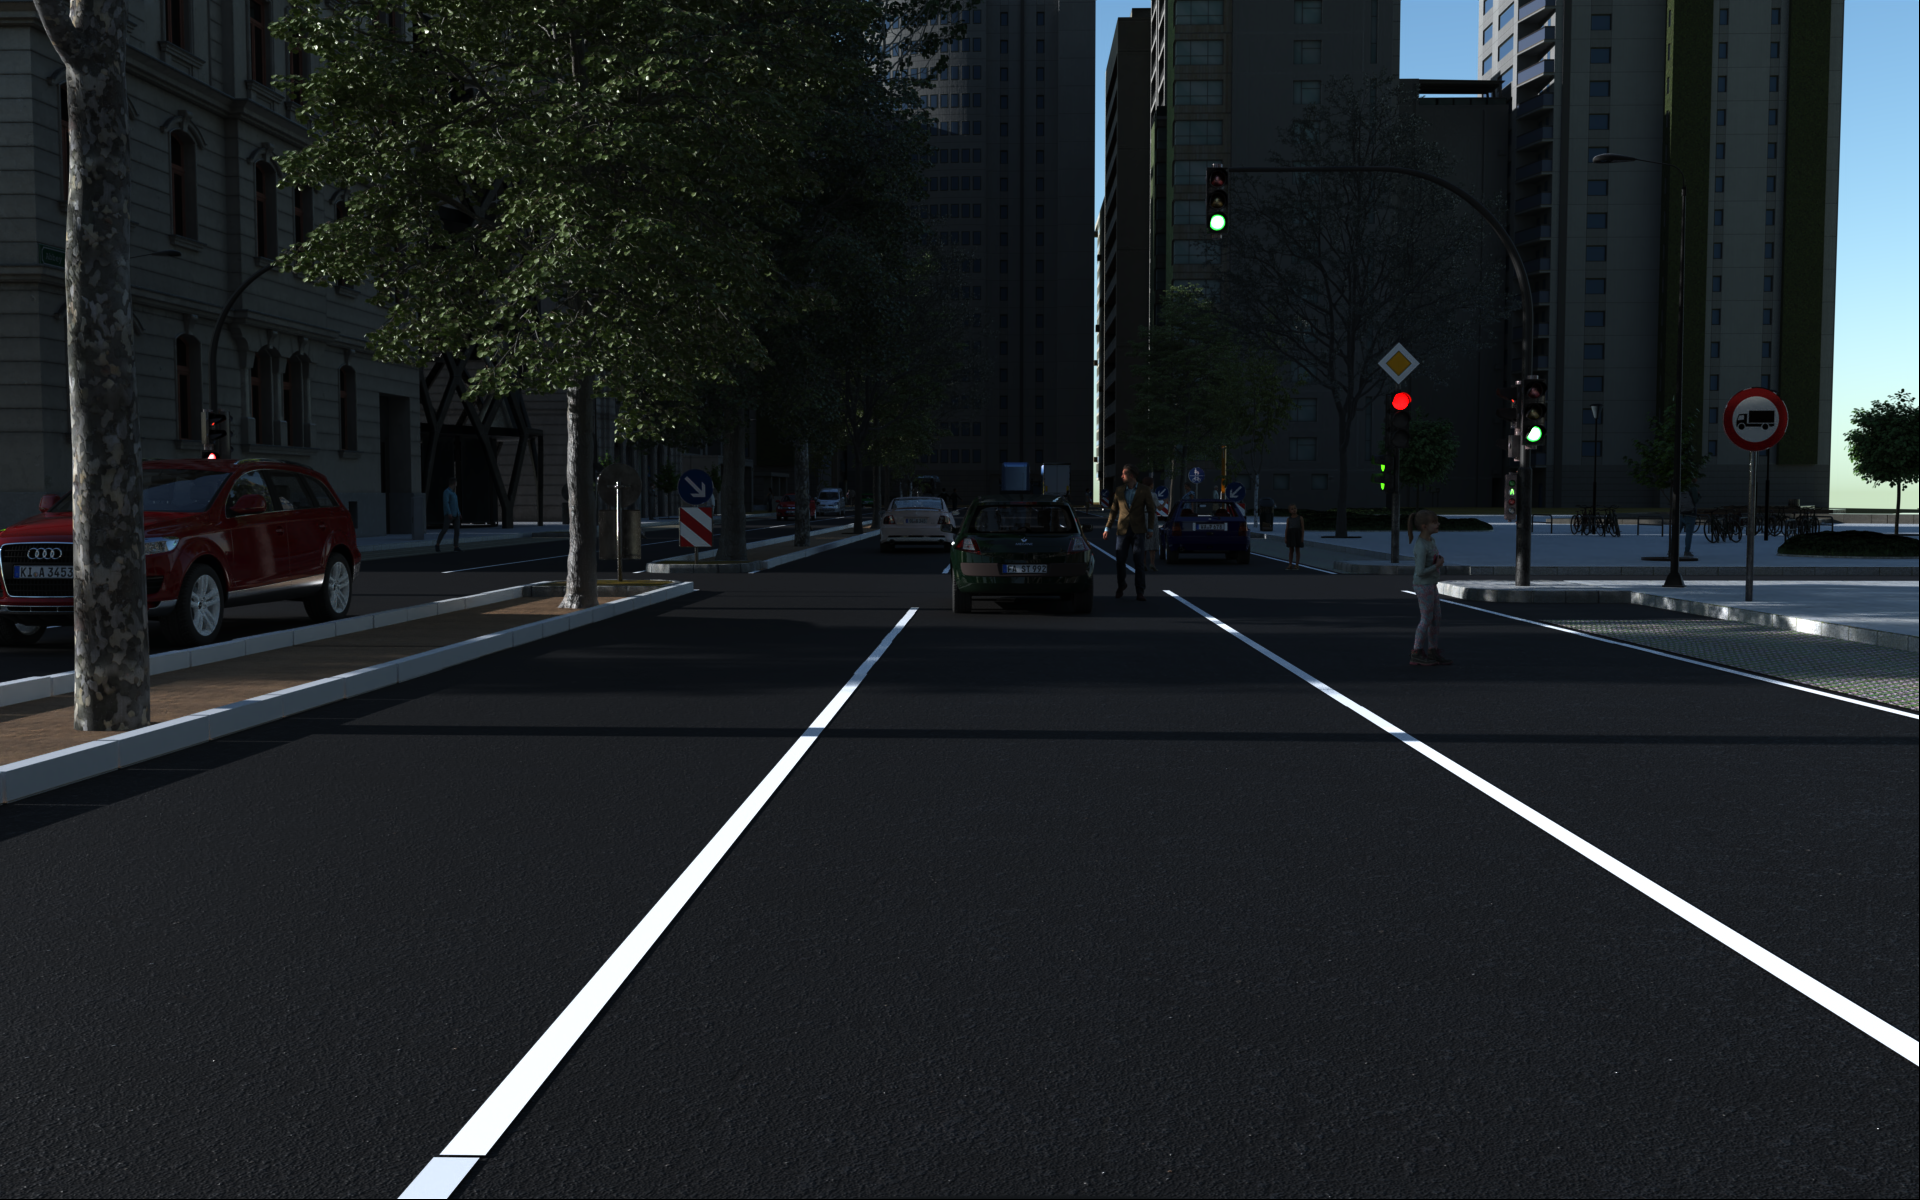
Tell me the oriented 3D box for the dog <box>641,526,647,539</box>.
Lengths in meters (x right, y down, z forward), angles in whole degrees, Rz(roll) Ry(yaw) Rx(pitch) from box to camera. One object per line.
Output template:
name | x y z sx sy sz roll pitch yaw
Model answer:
dog | -10.169 -2.343 55.152 0.800 0.831 0.513 0 4 3

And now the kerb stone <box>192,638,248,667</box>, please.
kerb stone | -6.372 0.462 14.760 0.120 0.150 1.000 0 4 2

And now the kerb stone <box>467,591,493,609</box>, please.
kerb stone | -6.160 0.022 21.931 0.120 0.150 1.000 0 4 2

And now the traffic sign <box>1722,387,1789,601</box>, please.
traffic sign | 9.456 -1.258 20.682 0.768 2.556 0.104 0 4 3

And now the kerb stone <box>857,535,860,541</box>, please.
kerb stone | -3.200 -1.828 52.087 0.120 0.150 1.000 0 4 2

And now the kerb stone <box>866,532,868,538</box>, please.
kerb stone | -3.107 -2.015 55.152 0.120 0.150 1.000 0 4 2

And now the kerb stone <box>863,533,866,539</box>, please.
kerb stone | -3.129 -1.945 54.130 0.120 0.150 1.000 0 4 2

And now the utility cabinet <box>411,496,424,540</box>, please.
utility cabinet | -15.294 -2.302 48.799 0.306 1.237 1.020 -1 4 -20

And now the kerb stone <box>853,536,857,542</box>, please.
kerb stone | -3.220 -1.760 51.065 0.120 0.150 1.000 0 4 2

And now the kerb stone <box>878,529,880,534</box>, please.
kerb stone | -2.950 -2.328 60.286 0.120 0.150 1.000 0 4 2

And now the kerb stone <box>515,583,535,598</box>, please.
kerb stone | -6.112 -0.109 23.974 0.120 0.150 1.000 0 4 2

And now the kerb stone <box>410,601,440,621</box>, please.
kerb stone | -6.229 0.146 19.883 0.120 0.150 1.000 0 4 2

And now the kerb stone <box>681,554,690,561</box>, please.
kerb stone | -5.771 -0.830 35.758 0.120 0.150 1.000 0 4 2

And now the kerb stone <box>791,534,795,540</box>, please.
kerb stone | -5.264 -1.889 53.166 0.120 0.150 1.000 0 4 2

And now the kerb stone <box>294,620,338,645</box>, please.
kerb stone | -6.319 0.334 16.814 0.120 0.150 1.000 0 4 2

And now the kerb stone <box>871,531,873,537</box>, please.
kerb stone | -3.048 -2.141 57.203 0.120 0.150 1.000 0 4 2

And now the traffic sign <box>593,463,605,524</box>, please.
traffic sign | -14.716 -4.276 70.023 0.768 2.556 0.104 0 4 7

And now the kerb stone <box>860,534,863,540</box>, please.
kerb stone | -3.170 -1.886 53.109 0.120 0.150 1.000 0 4 2

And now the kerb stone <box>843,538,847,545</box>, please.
kerb stone | -3.316 -1.576 47.996 0.120 0.150 1.000 0 4 2

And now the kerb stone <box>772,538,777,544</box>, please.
kerb stone | -5.380 -1.644 49.074 0.120 0.150 1.000 0 4 2

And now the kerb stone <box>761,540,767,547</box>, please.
kerb stone | -5.441 -1.518 47.019 0.120 0.150 1.000 0 4 2

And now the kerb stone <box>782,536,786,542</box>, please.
kerb stone | -5.322 -1.769 51.122 0.120 0.150 1.000 0 4 2

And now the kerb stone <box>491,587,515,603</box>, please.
kerb stone | -6.141 -0.045 22.953 0.120 0.150 1.000 0 4 2

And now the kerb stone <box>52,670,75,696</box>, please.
kerb stone | -6.437 0.591 12.709 0.120 0.150 1.000 0 4 2

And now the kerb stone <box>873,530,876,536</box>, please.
kerb stone | -3.017 -2.204 58.232 0.120 0.150 1.000 0 4 2

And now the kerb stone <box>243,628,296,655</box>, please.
kerb stone | -6.345 0.392 15.781 0.120 0.150 1.000 0 4 2

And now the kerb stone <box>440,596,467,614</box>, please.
kerb stone | -6.200 0.081 20.910 0.120 0.150 1.000 0 4 2

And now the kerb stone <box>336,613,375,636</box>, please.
kerb stone | -6.291 0.269 17.840 0.120 0.150 1.000 0 4 2

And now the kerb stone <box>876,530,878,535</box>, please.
kerb stone | -2.981 -2.265 59.253 0.120 0.150 1.000 0 4 2

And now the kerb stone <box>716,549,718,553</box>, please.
kerb stone | -5.647 -1.080 39.848 0.120 0.150 1.000 0 4 2

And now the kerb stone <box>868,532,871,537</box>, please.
kerb stone | -3.076 -2.079 56.181 0.120 0.150 1.000 0 4 2

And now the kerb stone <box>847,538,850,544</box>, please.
kerb stone | -3.283 -1.639 49.017 0.120 0.150 1.000 0 4 2

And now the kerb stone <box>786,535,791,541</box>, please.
kerb stone | -5.292 -1.832 52.144 0.120 0.150 1.000 0 4 2

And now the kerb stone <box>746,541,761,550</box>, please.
kerb stone | -5.472 -1.456 45.997 0.120 0.150 1.000 0 4 2

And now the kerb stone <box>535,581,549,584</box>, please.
kerb stone | -6.078 -0.171 24.996 0.120 0.150 1.000 0 4 2

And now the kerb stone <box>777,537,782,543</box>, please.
kerb stone | -5.346 -1.707 50.100 0.120 0.150 1.000 0 4 2

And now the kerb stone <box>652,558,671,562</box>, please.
kerb stone | -5.824 -0.699 33.678 0.120 0.150 1.000 0 4 2

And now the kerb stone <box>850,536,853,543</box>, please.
kerb stone | -3.258 -1.703 50.043 0.120 0.150 1.000 0 4 2

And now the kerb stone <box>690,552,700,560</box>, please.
kerb stone | -5.736 -0.892 36.780 0.120 0.150 1.000 0 4 2

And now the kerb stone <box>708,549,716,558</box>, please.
kerb stone | -5.681 -1.014 38.826 0.120 0.150 1.000 0 4 2

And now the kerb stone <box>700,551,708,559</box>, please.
kerb stone | -5.704 -0.952 37.802 0.120 0.150 1.000 0 4 2

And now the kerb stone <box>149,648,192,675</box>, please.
kerb stone | -6.404 0.519 13.730 0.120 0.150 1.000 0 4 2

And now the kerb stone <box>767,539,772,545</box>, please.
kerb stone | -5.412 -1.579 48.053 0.120 0.150 1.000 0 4 2

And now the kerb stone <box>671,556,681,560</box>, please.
kerb stone | -5.791 -0.766 34.717 0.120 0.150 1.000 0 4 2

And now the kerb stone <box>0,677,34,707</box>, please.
kerb stone | -6.469 0.644 11.682 0.120 0.150 1.000 0 4 2

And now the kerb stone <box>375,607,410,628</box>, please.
kerb stone | -6.254 0.204 18.861 0.120 0.150 1.000 0 4 2
